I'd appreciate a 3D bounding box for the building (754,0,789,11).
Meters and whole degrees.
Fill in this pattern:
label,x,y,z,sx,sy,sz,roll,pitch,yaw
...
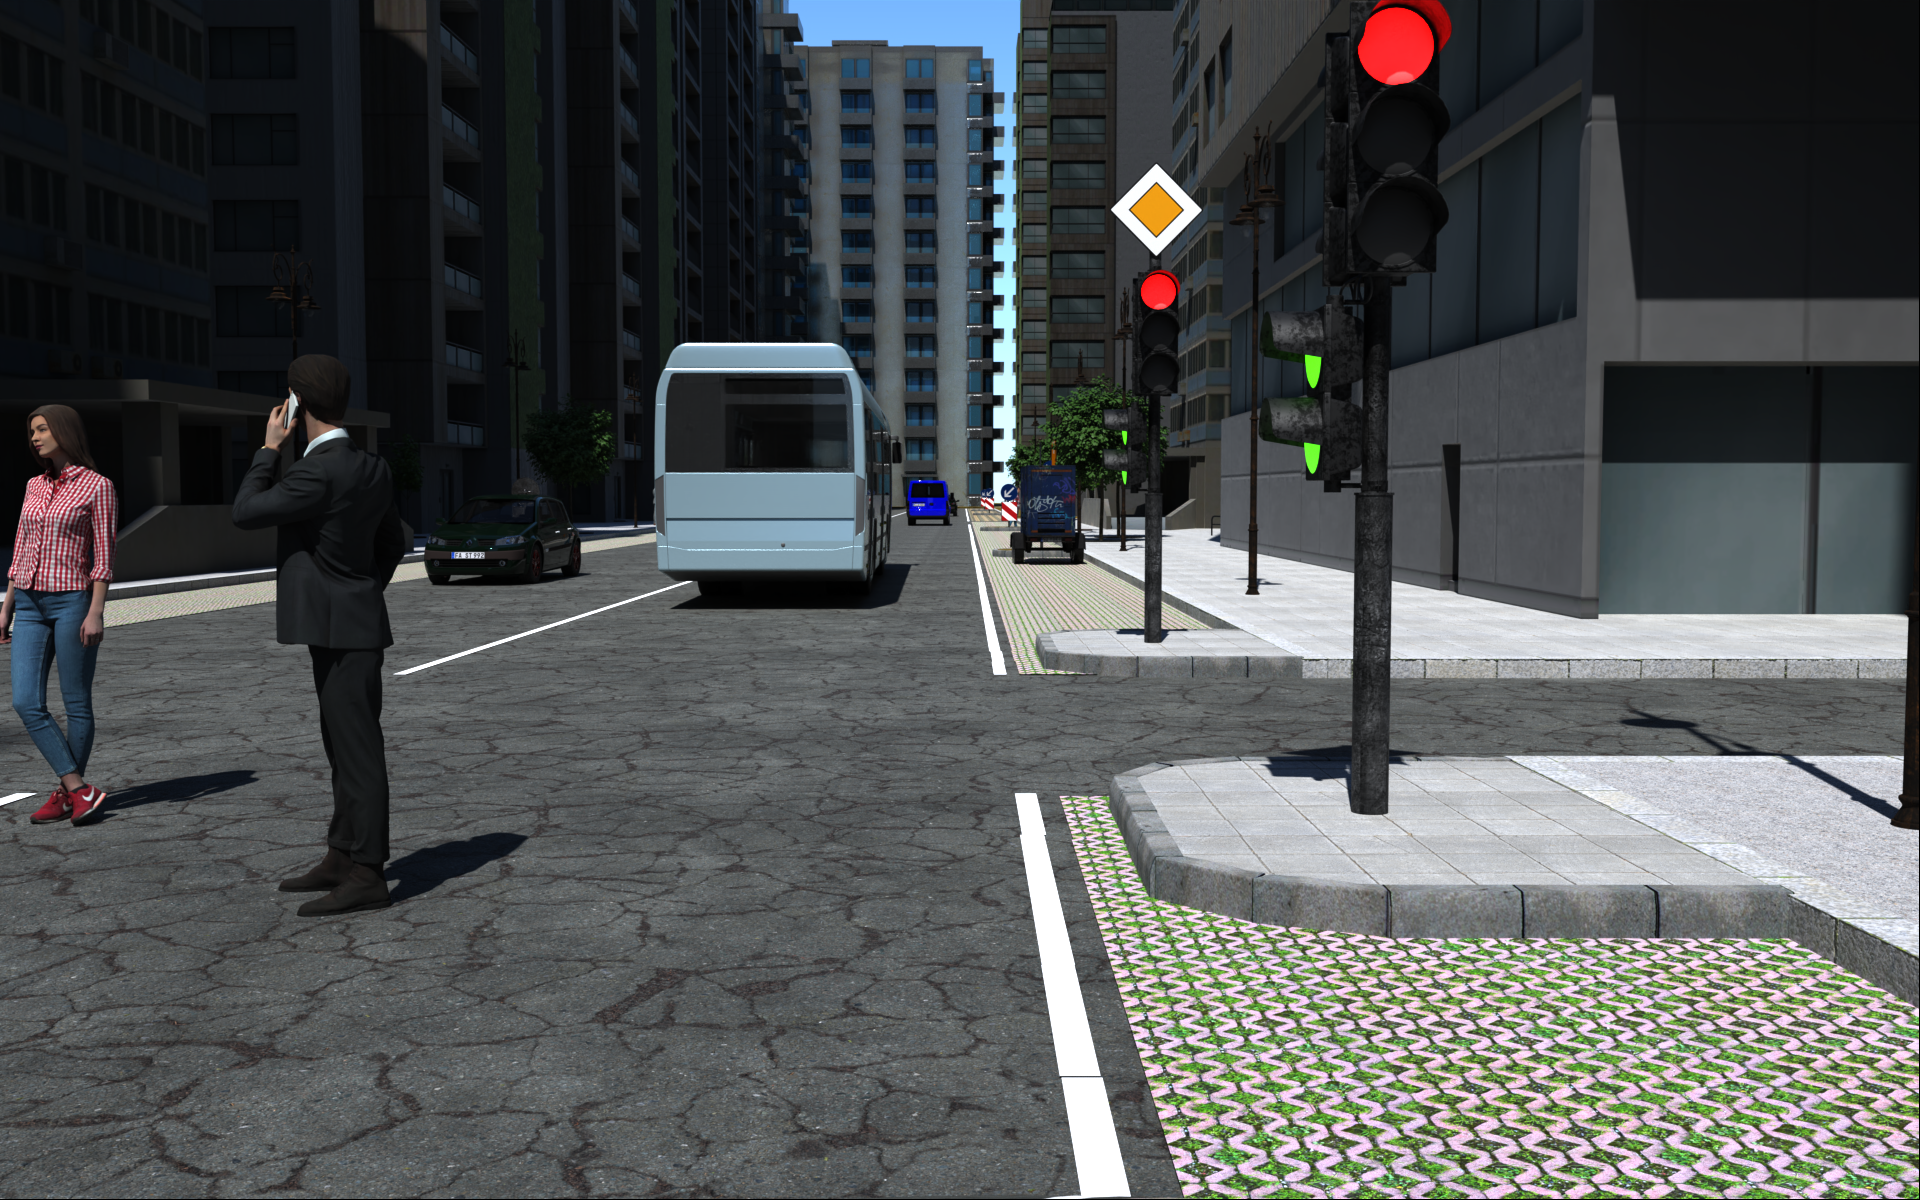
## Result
label,x,y,z,sx,sy,sz,roll,pitch,yaw
building,-29.300,-32.551,151.822,30.456,49.044,23.786,0,3,0

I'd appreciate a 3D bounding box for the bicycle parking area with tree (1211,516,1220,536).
label,x,y,z,sx,sy,sz,roll,pitch,yaw
bicycle parking area with tree,12.222,-3.972,51.938,8.231,4.147,9.016,-1,4,-10

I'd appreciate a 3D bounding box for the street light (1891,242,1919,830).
label,x,y,z,sx,sy,sz,roll,pitch,yaw
street light,3.697,-2.062,6.509,0.468,5.910,1.993,0,3,0

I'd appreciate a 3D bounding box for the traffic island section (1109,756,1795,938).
label,x,y,z,sx,sy,sz,roll,pitch,yaw
traffic island section,1.675,0.935,6.991,2.009,0.180,2.903,0,3,0

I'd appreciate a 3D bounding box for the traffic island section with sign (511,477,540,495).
label,x,y,z,sx,sy,sz,roll,pitch,yaw
traffic island section with sign,-10.088,-1.913,39.901,1.989,1.847,2.006,0,3,0

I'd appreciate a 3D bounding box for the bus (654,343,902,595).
label,x,y,z,sx,sy,sz,roll,pitch,yaw
bus,-2.521,-2.009,27.704,2.948,3.499,13.247,0,4,-1

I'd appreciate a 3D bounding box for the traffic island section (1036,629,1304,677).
label,x,y,z,sx,sy,sz,roll,pitch,yaw
traffic island section,1.689,0.447,14.976,2.009,0.180,2.903,0,3,0

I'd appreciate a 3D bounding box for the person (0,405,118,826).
label,x,y,z,sx,sy,sz,roll,pitch,yaw
person,-3.968,0.057,7.584,0.555,1.821,0.388,0,4,2

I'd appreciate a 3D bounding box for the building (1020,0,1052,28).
label,x,y,z,sx,sy,sz,roll,pitch,yaw
building,11.911,-28.137,143.627,14.154,41.232,14.086,0,3,0

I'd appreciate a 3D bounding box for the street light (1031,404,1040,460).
label,x,y,z,sx,sy,sz,roll,pitch,yaw
street light,3.882,-7.127,89.321,0.468,5.910,1.993,0,3,0

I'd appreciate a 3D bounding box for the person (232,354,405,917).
label,x,y,z,sx,sy,sz,roll,pitch,yaw
person,-2.202,0.116,5.971,0.474,1.900,0.648,0,4,-6

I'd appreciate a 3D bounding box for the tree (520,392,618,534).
label,x,y,z,sx,sy,sz,roll,pitch,yaw
tree,-12.564,-4.425,56.066,4.285,4.588,4.351,0,3,0

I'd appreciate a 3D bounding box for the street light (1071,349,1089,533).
label,x,y,z,sx,sy,sz,roll,pitch,yaw
street light,3.814,-5.037,55.137,0.468,5.910,1.993,0,3,0

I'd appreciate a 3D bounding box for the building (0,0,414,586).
label,x,y,z,sx,sy,sz,roll,pitch,yaw
building,-28.303,-20.712,30.519,32.217,40.220,23.993,0,3,0

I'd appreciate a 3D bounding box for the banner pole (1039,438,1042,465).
label,x,y,z,sx,sy,sz,roll,pitch,yaw
banner pole,3.559,-5.298,76.647,0.401,3.779,0.863,0,4,1

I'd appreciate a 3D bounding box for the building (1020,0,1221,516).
label,x,y,z,sx,sy,sz,roll,pitch,yaw
building,20.705,-26.468,124.639,32.217,40.220,23.993,0,3,0

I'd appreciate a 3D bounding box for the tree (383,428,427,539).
label,x,y,z,sx,sy,sz,roll,pitch,yaw
tree,-16.016,-3.411,50.379,1.663,3.219,1.824,0,3,0

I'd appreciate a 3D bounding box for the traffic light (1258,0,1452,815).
label,x,y,z,sx,sy,sz,roll,pitch,yaw
traffic light,1.635,-1.098,6.877,0.839,4.253,0.868,0,3,0

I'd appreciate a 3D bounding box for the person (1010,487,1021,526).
label,x,y,z,sx,sy,sz,roll,pitch,yaw
person,2.267,-3.786,71.241,0.643,1.720,0.563,0,4,2

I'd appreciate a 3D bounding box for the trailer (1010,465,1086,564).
label,x,y,z,sx,sy,sz,roll,pitch,yaw
trailer,1.784,-1.789,36.296,1.471,1.999,3.904,0,4,-1

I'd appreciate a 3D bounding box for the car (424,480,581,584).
label,x,y,z,sx,sy,sz,roll,pitch,yaw
car,-7.581,-1.171,28.930,2.009,1.686,4.222,0,4,2

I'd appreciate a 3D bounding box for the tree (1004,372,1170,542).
label,x,y,z,sx,sy,sz,roll,pitch,yaw
tree,3.743,-3.856,46.753,4.285,4.588,4.351,0,3,0

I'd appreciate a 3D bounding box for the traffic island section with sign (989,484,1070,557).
label,x,y,z,sx,sy,sz,roll,pitch,yaw
traffic island section with sign,1.744,-1.908,39.819,1.989,1.847,2.006,0,3,0

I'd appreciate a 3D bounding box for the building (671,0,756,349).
label,x,y,z,sx,sy,sz,roll,pitch,yaw
building,-22.828,-41.691,119.905,20.563,71.187,20.611,0,3,0

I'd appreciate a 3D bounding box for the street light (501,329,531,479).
label,x,y,z,sx,sy,sz,roll,pitch,yaw
street light,-12.409,-4.636,48.589,0.468,5.910,1.993,0,3,0

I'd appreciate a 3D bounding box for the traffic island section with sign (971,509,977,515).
label,x,y,z,sx,sy,sz,roll,pitch,yaw
traffic island section with sign,1.871,-6.630,117.036,1.989,1.847,2.006,0,3,0

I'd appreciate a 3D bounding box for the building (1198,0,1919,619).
label,x,y,z,sx,sy,sz,roll,pitch,yaw
building,18.639,-26.787,27.200,27.495,52.752,28.713,0,3,0

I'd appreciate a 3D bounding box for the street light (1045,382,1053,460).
label,x,y,z,sx,sy,sz,roll,pitch,yaw
street light,3.790,-6.057,71.816,0.468,5.910,1.993,0,3,0

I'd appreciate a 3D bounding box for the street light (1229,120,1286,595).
label,x,y,z,sx,sy,sz,roll,pitch,yaw
street light,3.734,-3.006,21.934,0.468,5.910,1.993,0,3,0

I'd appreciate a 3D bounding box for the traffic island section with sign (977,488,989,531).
label,x,y,z,sx,sy,sz,roll,pitch,yaw
traffic island section with sign,1.780,-3.580,67.166,1.989,1.847,2.006,0,3,0

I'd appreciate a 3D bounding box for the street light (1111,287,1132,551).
label,x,y,z,sx,sy,sz,roll,pitch,yaw
street light,3.678,-4.040,38.838,0.468,5.910,1.993,0,3,0

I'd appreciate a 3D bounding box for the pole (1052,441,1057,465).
label,x,y,z,sx,sy,sz,roll,pitch,yaw
pole,3.545,-4.363,65.177,0.158,3.312,0.155,0,3,0

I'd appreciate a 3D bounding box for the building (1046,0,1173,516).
label,x,y,z,sx,sy,sz,roll,pitch,yaw
building,12.175,-20.397,105.186,14.160,30.474,14.107,0,3,0

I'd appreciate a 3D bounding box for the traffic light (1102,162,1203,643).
label,x,y,z,sx,sy,sz,roll,pitch,yaw
traffic light,1.649,-1.587,14.862,0.839,4.253,0.868,0,3,0

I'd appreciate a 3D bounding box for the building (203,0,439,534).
label,x,y,z,sx,sy,sz,roll,pitch,yaw
building,-22.638,-22.867,57.467,14.154,41.232,14.086,0,3,0

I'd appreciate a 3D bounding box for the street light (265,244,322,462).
label,x,y,z,sx,sy,sz,roll,pitch,yaw
street light,-12.372,-3.639,32.289,0.468,5.910,1.993,0,3,0

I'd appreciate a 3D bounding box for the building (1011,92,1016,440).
label,x,y,z,sx,sy,sz,roll,pitch,yaw
building,20.787,-34.621,185.669,30.456,49.044,23.786,0,3,0

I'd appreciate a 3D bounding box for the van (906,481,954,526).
label,x,y,z,sx,sy,sz,roll,pitch,yaw
van,-1.424,-4.642,80.275,2.240,2.365,5.245,0,4,1

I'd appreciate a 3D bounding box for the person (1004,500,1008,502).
label,x,y,z,sx,sy,sz,roll,pitch,yaw
person,4.318,-9.550,163.649,0.593,1.643,0.415,0,4,2

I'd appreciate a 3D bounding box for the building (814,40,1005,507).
label,x,y,z,sx,sy,sz,roll,pitch,yaw
building,-10.591,-34.628,185.768,30.456,49.044,23.786,0,3,0

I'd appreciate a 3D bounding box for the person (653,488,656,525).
label,x,y,z,sx,sy,sz,roll,pitch,yaw
person,-12.432,-3.987,71.409,0.466,1.800,0.511,-1,4,-16

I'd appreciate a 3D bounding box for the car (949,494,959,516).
label,x,y,z,sx,sy,sz,roll,pitch,yaw
car,-1.041,-6.278,112.433,2.009,1.686,4.222,0,4,1

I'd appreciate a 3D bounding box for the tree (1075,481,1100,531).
label,x,y,z,sx,sy,sz,roll,pitch,yaw
tree,4.101,-4.042,60.688,1.663,3.219,1.824,0,3,0

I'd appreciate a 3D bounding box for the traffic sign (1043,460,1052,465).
label,x,y,z,sx,sy,sz,roll,pitch,yaw
traffic sign,3.464,-4.008,65.640,0.768,2.556,0.104,0,4,7

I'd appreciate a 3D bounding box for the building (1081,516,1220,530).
label,x,y,z,sx,sy,sz,roll,pitch,yaw
building,21.442,-23.043,68.637,32.217,40.220,23.993,0,3,0

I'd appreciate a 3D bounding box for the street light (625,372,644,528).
label,x,y,z,sx,sy,sz,roll,pitch,yaw
street light,-12.336,-5.685,65.733,0.468,5.910,1.993,0,3,0

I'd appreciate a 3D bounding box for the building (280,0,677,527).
label,x,y,z,sx,sy,sz,roll,pitch,yaw
building,-21.234,-24.215,79.509,14.154,41.232,14.086,0,3,0
